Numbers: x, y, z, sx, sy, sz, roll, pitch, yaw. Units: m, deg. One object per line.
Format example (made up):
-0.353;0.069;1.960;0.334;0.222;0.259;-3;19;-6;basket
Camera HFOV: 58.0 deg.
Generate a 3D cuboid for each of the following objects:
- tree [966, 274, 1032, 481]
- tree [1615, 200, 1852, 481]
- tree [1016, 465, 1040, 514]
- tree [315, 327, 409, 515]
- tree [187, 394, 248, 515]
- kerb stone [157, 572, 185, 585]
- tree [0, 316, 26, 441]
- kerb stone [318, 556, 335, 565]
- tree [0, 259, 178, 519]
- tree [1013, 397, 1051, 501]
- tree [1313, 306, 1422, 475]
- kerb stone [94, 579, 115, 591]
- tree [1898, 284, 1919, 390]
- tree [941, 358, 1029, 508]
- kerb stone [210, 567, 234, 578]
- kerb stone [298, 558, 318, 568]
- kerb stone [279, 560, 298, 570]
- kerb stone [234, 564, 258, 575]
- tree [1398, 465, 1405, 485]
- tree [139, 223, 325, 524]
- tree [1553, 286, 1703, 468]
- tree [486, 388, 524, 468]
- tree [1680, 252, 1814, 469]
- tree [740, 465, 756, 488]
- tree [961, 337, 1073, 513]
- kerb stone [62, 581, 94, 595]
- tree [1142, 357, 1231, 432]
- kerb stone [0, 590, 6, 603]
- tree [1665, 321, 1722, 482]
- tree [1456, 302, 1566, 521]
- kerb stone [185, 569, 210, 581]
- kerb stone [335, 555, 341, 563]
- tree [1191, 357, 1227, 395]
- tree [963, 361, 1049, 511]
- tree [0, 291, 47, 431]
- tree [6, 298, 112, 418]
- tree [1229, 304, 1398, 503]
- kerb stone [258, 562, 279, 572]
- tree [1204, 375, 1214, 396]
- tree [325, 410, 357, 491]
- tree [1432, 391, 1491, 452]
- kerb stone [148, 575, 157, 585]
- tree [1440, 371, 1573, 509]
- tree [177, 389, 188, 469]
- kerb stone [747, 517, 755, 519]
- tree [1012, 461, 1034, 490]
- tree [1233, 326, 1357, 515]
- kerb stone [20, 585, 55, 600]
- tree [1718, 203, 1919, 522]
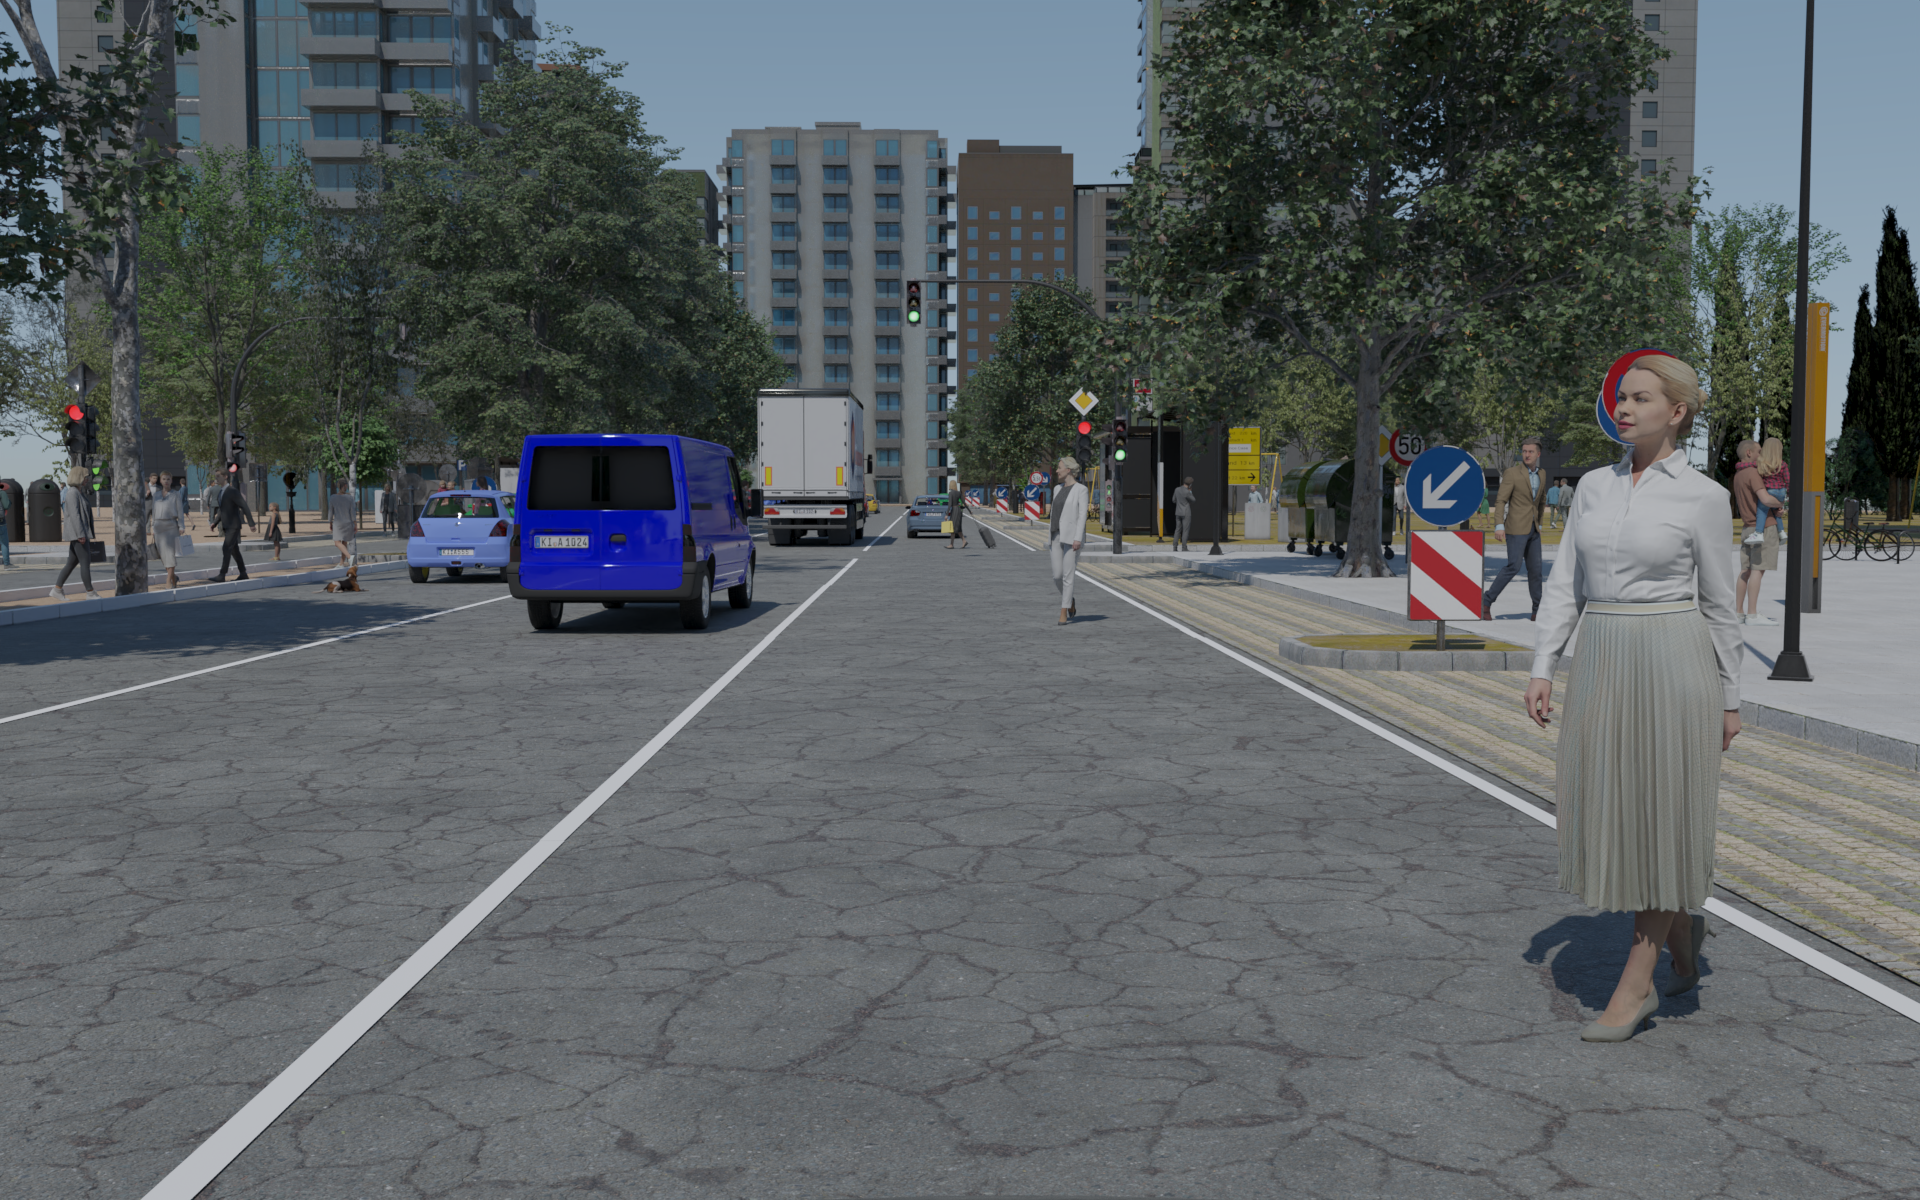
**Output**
4.738;-10.467;88.141;9.611;12.733;9.660;0;3;0;tree
26.736;-8.275;61.047;9.928;11.665;9.643;0;3;0;tree
4.353;-7.136;111.271;1.663;3.219;1.824;0;3;0;tree
-39.436;-11.709;108.454;9.611;12.733;9.660;0;3;0;tree
-47.194;-9.609;107.470;4.737;8.622;4.395;0;3;0;tree
-12.747;-0.341;27.766;0.120;0.150;1.000;0;4;-1;kerb stone
-45.263;-9.650;75.906;7.486;12.596;7.792;0;3;0;tree
-12.896;-0.780;34.949;0.120;0.150;1.000;0;4;-1;kerb stone
-45.277;-10.875;88.183;12.009;13.543;11.850;0;3;0;tree
4.256;-9.339;103.057;4.360;8.622;3.978;0;3;0;tree
27.147;-12.655;113.559;9.857;13.997;8.962;0;3;0;tree
-12.706;-0.212;25.718;0.120;0.150;1.000;0;4;-1;kerb stone
30.598;-6.219;52.049;4.737;8.622;4.395;0;3;0;tree
3.132;-15.614;161.938;9.857;13.997;8.962;0;3;0;tree
-12.796;-0.465;29.809;0.120;0.150;1.000;0;4;-1;kerb stone
-12.869;-0.718;33.927;0.120;0.150;1.000;0;4;-1;kerb stone
-12.857;-0.648;32.890;0.120;0.150;1.000;0;4;-1;kerb stone
-12.809;-0.527;30.844;0.120;0.150;1.000;0;4;-1;kerb stone
26.575;-9.476;105.288;4.737;8.622;4.395;0;3;0;tree
-31.006;-9.480;73.121;7.486;12.596;7.792;0;3;0;tree
29.766;-9.768;77.830;7.486;12.596;7.792;0;3;0;tree
-30.543;-10.092;115.362;4.737;8.622;4.395;0;3;0;tree
23.795;-6.215;51.983;4.737;8.622;4.395;0;3;0;tree
-24.152;-12.635;190.290;4.285;4.588;4.351;0;3;0;tree
4.852;-12.815;119.891;12.009;13.543;11.850;0;3;0;tree
-12.690;-0.152;24.690;0.120;0.150;1.000;0;4;-1;kerb stone
15.880;-12.142;116.654;7.486;12.596;7.792;0;3;0;tree
-12.644;-0.027;22.641;0.120;0.150;1.000;0;4;-1;kerb stone
28.761;-7.285;69.465;4.360;8.622;3.978;0;3;0;tree
22.055;-7.301;69.727;4.737;8.622;4.395;0;3;0;tree
-12.777;-0.400;28.788;0.120;0.150;1.000;0;4;-1;kerb stone
-12.915;-0.842;35.978;0.120;0.150;1.000;0;4;-1;kerb stone
11.021;-7.408;71.478;4.737;8.622;4.395;0;3;0;tree
3.802;-12.718;133.699;9.928;11.665;9.643;0;3;0;tree
-29.825;-6.232;52.254;4.360;8.622;3.978;0;3;0;tree
-32.785;-6.978;64.445;4.737;8.622;4.395;0;3;0;tree
12.467;-6.814;61.769;4.737;8.622;4.395;0;3;0;tree
-12.831;-0.591;31.866;0.120;0.150;1.000;0;4;-1;kerb stone
16.928;-10.409;104.597;7.601;10.594;8.767;1;4;13;tree
-41.657;-10.162;116.505;4.737;8.622;4.395;0;3;0;tree
28.395;-9.082;98.847;4.360;8.622;3.978;0;3;0;tree
-12.729;-0.277;26.743;0.120;0.150;1.000;0;4;-1;kerb stone
27.598;-9.400;88.100;7.601;10.594;8.767;1;4;20;tree
-38.441;-7.827;78.332;4.737;8.622;4.395;0;3;0;tree
-12.078;-4.762;100.047;0.120;0.150;1.000;0;4;-1;kerb stone
4.669;-11.778;142.929;4.737;8.622;4.395;0;3;0;tree
18.769;-9.695;92.918;7.601;10.594;8.767;0;4;-1;tree
-12.680;-0.088;23.668;0.120;0.150;1.000;0;4;-1;kerb stone
43.708;-11.270;86.088;18.604;14.587;13.155;3;5;45;tree
